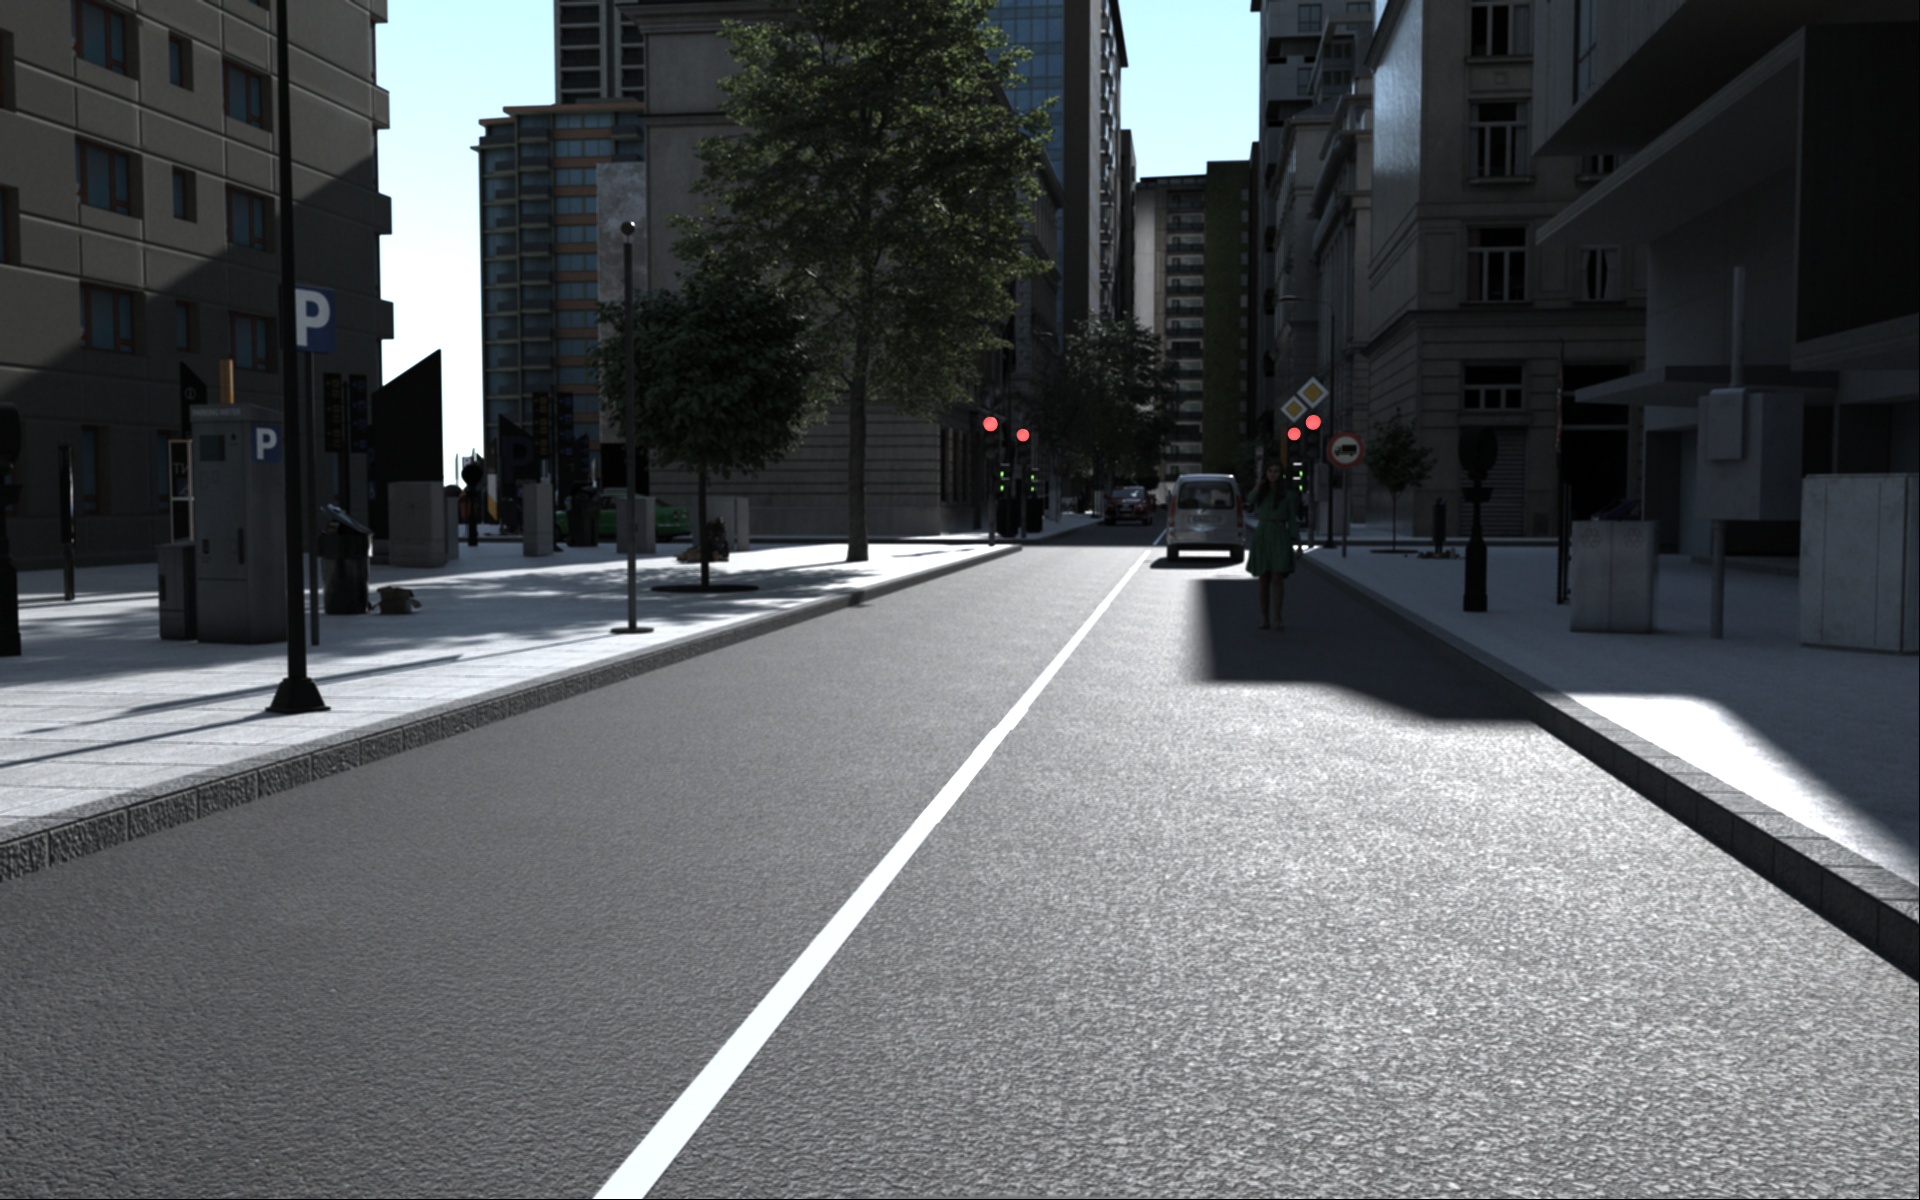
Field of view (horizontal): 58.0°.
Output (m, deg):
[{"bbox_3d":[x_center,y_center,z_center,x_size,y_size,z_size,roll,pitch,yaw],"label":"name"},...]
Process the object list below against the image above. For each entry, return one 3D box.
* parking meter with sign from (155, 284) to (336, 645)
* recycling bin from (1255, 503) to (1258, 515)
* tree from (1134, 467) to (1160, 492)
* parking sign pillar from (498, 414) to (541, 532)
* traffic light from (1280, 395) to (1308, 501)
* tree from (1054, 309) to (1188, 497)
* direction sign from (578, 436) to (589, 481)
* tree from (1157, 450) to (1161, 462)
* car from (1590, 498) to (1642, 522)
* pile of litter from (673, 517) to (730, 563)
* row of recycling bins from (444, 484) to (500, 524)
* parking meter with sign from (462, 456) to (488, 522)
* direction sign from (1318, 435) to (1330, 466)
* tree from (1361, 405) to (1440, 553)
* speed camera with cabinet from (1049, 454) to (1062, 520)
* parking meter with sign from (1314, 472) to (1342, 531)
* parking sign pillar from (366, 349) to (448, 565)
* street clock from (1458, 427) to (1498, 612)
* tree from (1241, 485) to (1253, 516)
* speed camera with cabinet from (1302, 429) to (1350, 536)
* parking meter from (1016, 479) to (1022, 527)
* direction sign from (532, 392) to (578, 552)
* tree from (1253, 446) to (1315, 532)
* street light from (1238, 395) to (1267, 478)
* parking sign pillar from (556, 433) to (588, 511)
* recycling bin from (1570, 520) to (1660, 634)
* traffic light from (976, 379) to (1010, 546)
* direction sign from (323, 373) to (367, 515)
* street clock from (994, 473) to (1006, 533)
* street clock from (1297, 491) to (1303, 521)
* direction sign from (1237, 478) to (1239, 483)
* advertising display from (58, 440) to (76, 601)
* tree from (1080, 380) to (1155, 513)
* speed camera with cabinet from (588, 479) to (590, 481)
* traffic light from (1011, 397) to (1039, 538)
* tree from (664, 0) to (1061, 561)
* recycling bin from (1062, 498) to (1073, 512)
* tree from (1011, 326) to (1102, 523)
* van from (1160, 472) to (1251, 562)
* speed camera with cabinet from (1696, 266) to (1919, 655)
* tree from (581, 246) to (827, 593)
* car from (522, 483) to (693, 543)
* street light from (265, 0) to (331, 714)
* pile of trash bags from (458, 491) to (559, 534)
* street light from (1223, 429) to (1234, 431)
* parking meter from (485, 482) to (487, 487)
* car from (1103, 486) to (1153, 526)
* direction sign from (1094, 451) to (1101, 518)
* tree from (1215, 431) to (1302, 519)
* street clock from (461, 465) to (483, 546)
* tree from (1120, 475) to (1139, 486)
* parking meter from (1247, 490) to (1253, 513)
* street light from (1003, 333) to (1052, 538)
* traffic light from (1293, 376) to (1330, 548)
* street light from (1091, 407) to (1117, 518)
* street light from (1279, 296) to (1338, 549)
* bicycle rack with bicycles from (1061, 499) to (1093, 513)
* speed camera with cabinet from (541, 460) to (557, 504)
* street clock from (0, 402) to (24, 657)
[{"bbox_3d":[-6.224,-1.144,14.959,1.738,3.016,0.543,2,4,25],"label":"parking meter with sign"},{"bbox_3d":[18.411,-5.672,105.298,0.722,1.027,0.722,3,5,43],"label":"recycling bin"},{"bbox_3d":[20.724,-12.748,192.141,4.285,4.588,4.351,0,3,0],"label":"tree"},{"bbox_3d":[-14.772,-4.261,58.141,1.447,3.967,1.447,-2,4,-27],"label":"parking sign pillar"},{"bbox_3d":[9.468,-3.693,49.302,0.839,4.253,0.868,0,4,8],"label":"traffic light"},{"bbox_3d":[10.620,-13.034,119.763,9.857,13.997,8.962,0,3,0],"label":"tree"},{"bbox_3d":[-14.965,-4.640,67.854,0.876,3.537,0.379,-1,4,-19],"label":"direction sign"},{"bbox_3d":[19.117,-14.088,180.707,4.737,8.622,4.395,0,3,0],"label":"tree"},{"bbox_3d":[18.117,-1.926,44.070,3.894,1.354,1.945,1,4,9],"label":"car"},{"bbox_3d":[-4.940,-1.176,33.194,1.176,0.858,1.719,1,4,10],"label":"pile of litter"},{"bbox_3d":[-20.599,-4.128,74.599,3.534,1.692,1.069,-3,4,-38],"label":"row of recycling bins"},{"bbox_3d":[-22.517,-5.175,80.871,0.543,3.016,1.738,1,4,17],"label":"parking meter with sign"},{"bbox_3d":[13.879,-4.530,66.068,0.379,3.537,0.876,3,5,42],"label":"direction sign"},{"bbox_3d":[9.638,-2.643,37.821,1.663,3.219,1.824,0,3,0],"label":"tree"},{"bbox_3d":[4.675,-5.544,84.979,0.660,3.252,2.038,0,4,5],"label":"speed camera with cabinet"},{"bbox_3d":[13.113,-3.975,61.247,1.738,3.016,0.543,-3,4,-37],"label":"parking meter with sign"},{"bbox_3d":[-10.209,-2.655,31.875,1.447,3.967,1.447,-3,5,-41],"label":"parking sign pillar"},{"bbox_3d":[5.630,-0.874,18.868,0.358,2.002,0.471,3,5,44],"label":"street clock"},{"bbox_3d":[17.181,-6.548,101.666,1.663,3.219,1.824,0,3,0],"label":"tree"},{"bbox_3d":[11.246,-3.597,53.151,0.660,3.252,2.038,3,5,41],"label":"speed camera with cabinet"},{"bbox_3d":[2.346,-3.724,66.594,0.255,1.863,0.399,3,5,42],"label":"parking meter"},{"bbox_3d":[-9.035,-2.846,38.527,0.876,3.537,0.379,-1,4,-15],"label":"direction sign"},{"bbox_3d":[11.299,-3.967,59.455,1.663,3.219,1.824,0,3,0],"label":"tree"},{"bbox_3d":[13.823,-6.662,81.457,1.470,5.913,1.316,0,4,8],"label":"street light"},{"bbox_3d":[-16.978,-5.341,75.804,1.447,3.967,1.447,-1,4,-22],"label":"parking sign pillar"},{"bbox_3d":[6.152,-0.227,16.265,0.722,1.027,0.722,2,4,26],"label":"recycling bin"},{"bbox_3d":[0.798,-3.271,42.402,0.839,4.253,0.868,0,4,8],"label":"traffic light"},{"bbox_3d":[-11.564,-2.488,32.677,0.379,3.537,0.876,3,5,39],"label":"direction sign"},{"bbox_3d":[1.308,-3.257,57.815,0.471,2.002,0.358,-1,4,-8],"label":"street clock"},{"bbox_3d":[16.345,-4.798,83.011,0.358,2.002,0.471,3,4,36],"label":"street clock"},{"bbox_3d":[19.064,-7.753,118.757,0.379,3.537,0.876,1,4,12],"label":"direction sign"},{"bbox_3d":[-10.880,-0.973,21.120,0.123,1.923,0.974,-2,4,-25],"label":"advertising display"},{"bbox_3d":[9.442,-9.839,111.237,4.737,8.622,4.395,0,3,0],"label":"tree"},{"bbox_3d":[-23.012,-6.643,102.941,2.038,3.252,0.660,2,4,25],"label":"speed camera with cabinet"},{"bbox_3d":[1.874,-3.755,50.315,0.839,4.253,0.868,0,4,8],"label":"traffic light"},{"bbox_3d":[-1.570,-7.007,32.694,7.486,12.596,7.792,0,3,0],"label":"tree"},{"bbox_3d":[7.747,-6.874,124.945,0.722,1.027,0.722,1,4,13],"label":"recycling bin"},{"bbox_3d":[4.255,-7.631,75.132,4.360,8.622,3.978,0,3,0],"label":"tree"},{"bbox_3d":[5.392,-1.900,38.083,2.013,2.044,4.112,0,4,8],"label":"van"},{"bbox_3d":[7.267,-1.242,14.643,0.660,3.252,2.038,-2,4,-27],"label":"speed camera with cabinet"},{"bbox_3d":[-3.368,-2.414,23.188,4.285,4.588,4.351,0,3,0],"label":"tree"},{"bbox_3d":[-9.886,-2.427,48.480,4.718,1.807,1.959,0,4,7],"label":"car"},{"bbox_3d":[-3.387,-2.291,10.003,1.470,5.913,1.316,0,4,8],"label":"street light"},{"bbox_3d":[-14.421,-2.814,55.758,3.447,1.369,1.912,0,4,0],"label":"pile of trash bags"},{"bbox_3d":[19.456,-9.250,123.785,1.470,5.913,1.316,0,4,8],"label":"street light"},{"bbox_3d":[-23.861,-4.962,86.841,0.255,1.863,0.399,-1,4,-16],"label":"parking meter"},{"bbox_3d":[7.818,-4.363,80.012,2.281,1.827,5.304,1,4,9],"label":"car"},{"bbox_3d":[7.249,-6.077,91.353,0.379,3.537,0.876,-1,4,-20],"label":"direction sign"},{"bbox_3d":[16.248,-6.742,93.940,4.285,4.588,4.351,0,3,0],"label":"tree"},{"bbox_3d":[-12.038,-2.335,42.742,0.471,2.002,0.358,-2,4,-32],"label":"street clock"},{"bbox_3d":[17.151,-10.842,171.874,1.663,3.219,1.824,0,3,0],"label":"tree"},{"bbox_3d":[19.448,-6.740,115.909,0.399,1.863,0.255,1,4,9],"label":"parking meter"},{"bbox_3d":[1.969,-4.749,50.192,1.470,5.913,1.316,0,4,8],"label":"street light"},{"bbox_3d":[8.392,-3.209,41.389,0.839,4.253,0.868,0,4,8],"label":"traffic light"},{"bbox_3d":[7.678,-7.332,92.411,1.470,5.913,1.316,0,4,8],"label":"street light"},{"bbox_3d":[8.206,-4.175,40.806,1.470,5.913,1.316,0,4,8],"label":"street light"},{"bbox_3d":[7.706,-6.424,118.415,2.925,0.926,2.852,-1,4,-11],"label":"bicycle rack with bicycles"},{"bbox_3d":[-23.659,-6.527,101.044,2.038,3.252,0.660,-3,4,-36],"label":"speed camera with cabinet"},{"bbox_3d":[-7.581,-0.558,13.688,0.358,2.002,0.471,-3,5,-43],"label":"street clock"}]
